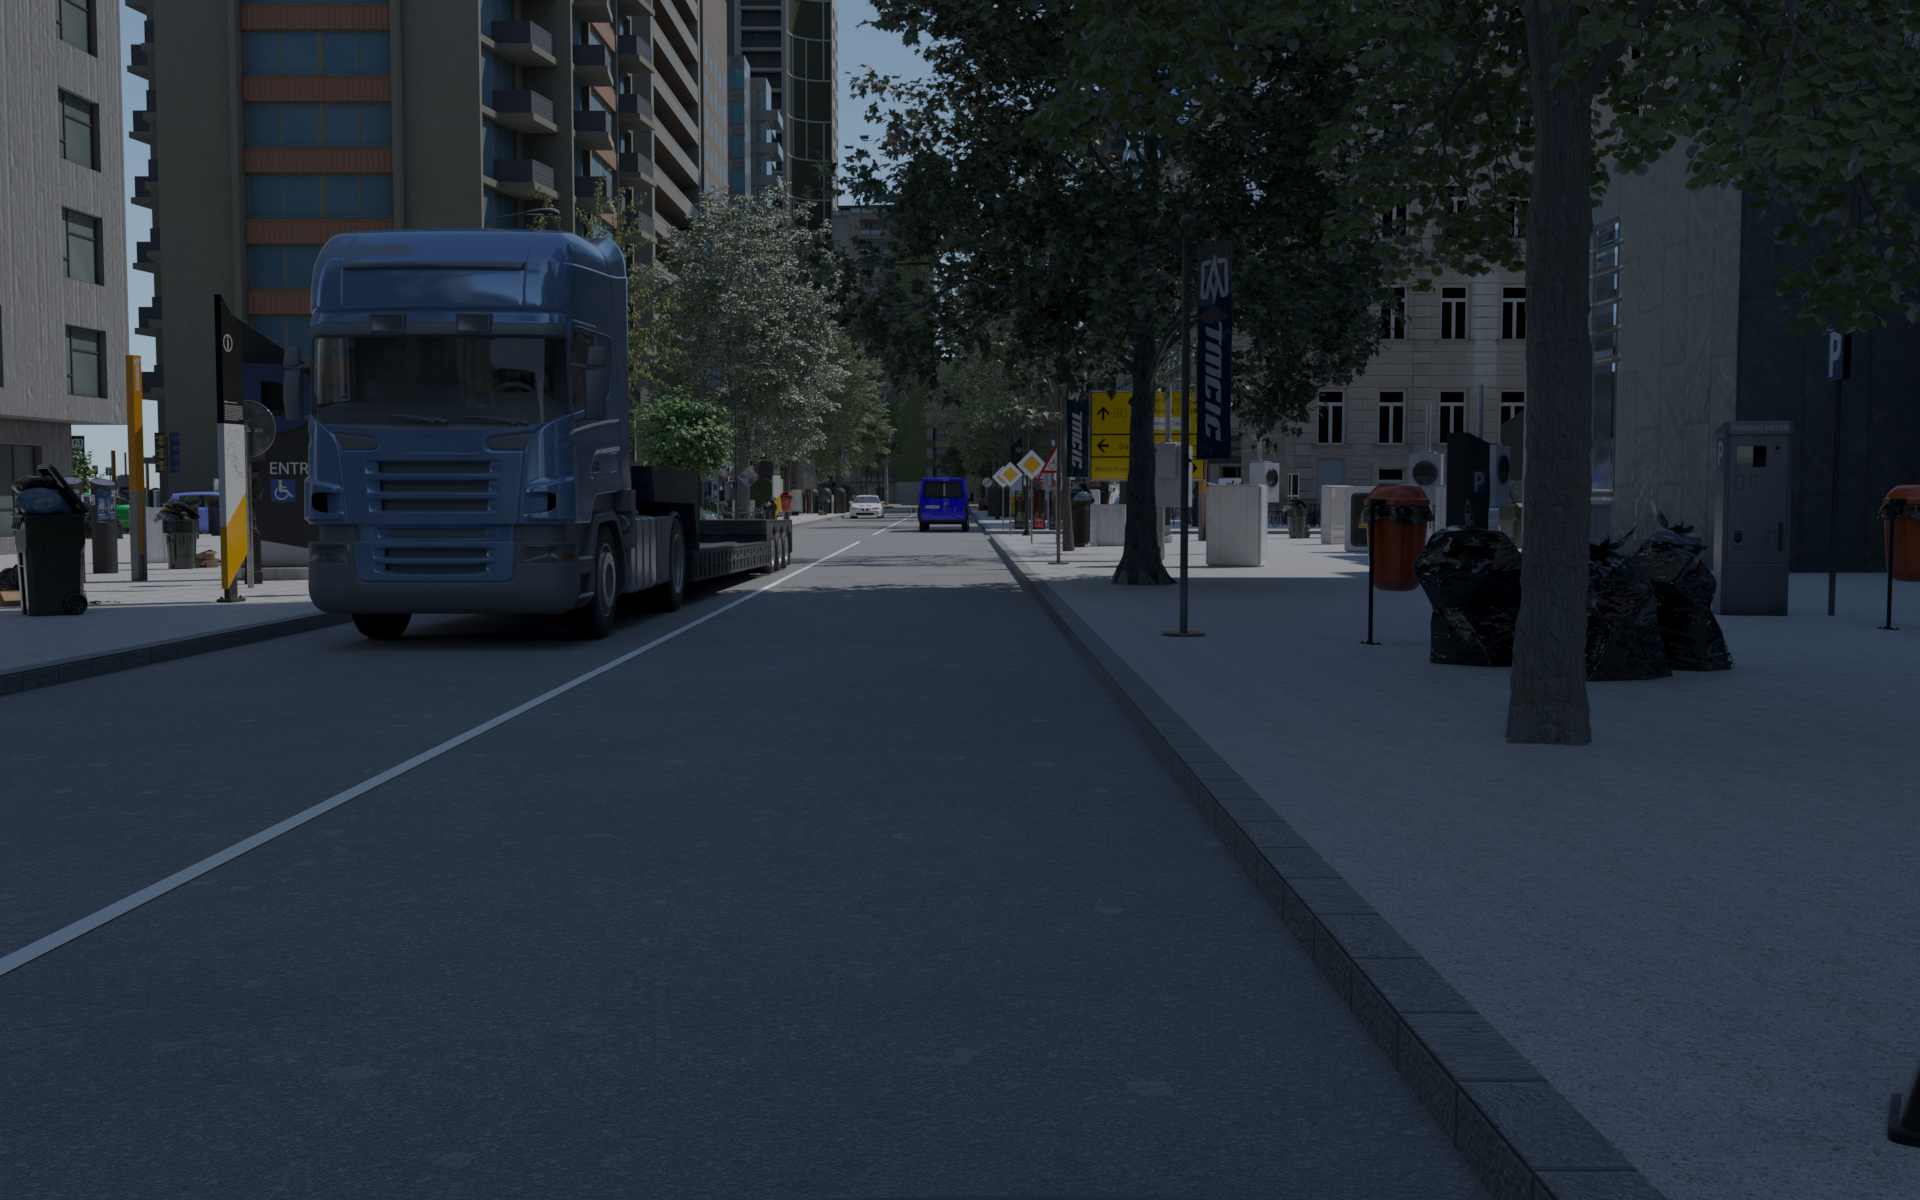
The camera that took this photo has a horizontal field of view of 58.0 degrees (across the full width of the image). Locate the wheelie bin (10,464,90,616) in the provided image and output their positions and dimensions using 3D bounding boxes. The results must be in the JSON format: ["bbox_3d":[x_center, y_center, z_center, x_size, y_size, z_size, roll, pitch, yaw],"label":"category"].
[{"bbox_3d":[-9.668,-0.641,18.385,0.693,1.594,0.980,-3,4,-38],"label":"wheelie bin"}]

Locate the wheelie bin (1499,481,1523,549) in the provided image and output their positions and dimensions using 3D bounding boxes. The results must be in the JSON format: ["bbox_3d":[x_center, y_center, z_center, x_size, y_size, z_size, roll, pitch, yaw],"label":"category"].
[{"bbox_3d":[13.084,-2.013,40.813,0.980,1.594,0.693,-2,4,-23],"label":"wheelie bin"}]

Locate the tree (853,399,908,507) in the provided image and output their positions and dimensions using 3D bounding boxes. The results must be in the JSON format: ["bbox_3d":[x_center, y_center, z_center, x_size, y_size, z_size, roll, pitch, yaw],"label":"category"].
[{"bbox_3d":[-8.441,-15.365,176.966,9.928,11.665,9.643,0,3,0],"label":"tree"}]

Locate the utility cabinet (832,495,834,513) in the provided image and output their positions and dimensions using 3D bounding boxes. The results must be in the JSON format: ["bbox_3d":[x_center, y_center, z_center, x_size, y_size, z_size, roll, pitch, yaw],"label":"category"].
[{"bbox_3d":[-8.517,-6.478,117.072,0.306,1.237,1.020,2,4,29],"label":"utility cabinet"}]

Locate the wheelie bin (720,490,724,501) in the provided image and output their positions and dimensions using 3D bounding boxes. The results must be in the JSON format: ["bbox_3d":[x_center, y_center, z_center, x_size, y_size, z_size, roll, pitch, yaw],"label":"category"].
[{"bbox_3d":[-18.129,-7.635,132.741,0.980,1.594,0.693,1,4,17],"label":"wheelie bin"}]

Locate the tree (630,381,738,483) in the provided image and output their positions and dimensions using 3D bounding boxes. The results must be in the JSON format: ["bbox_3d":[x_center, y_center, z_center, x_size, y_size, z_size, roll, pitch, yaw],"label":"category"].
[{"bbox_3d":[-8.173,-4.095,50.661,4.285,4.588,4.351,0,3,0],"label":"tree"}]

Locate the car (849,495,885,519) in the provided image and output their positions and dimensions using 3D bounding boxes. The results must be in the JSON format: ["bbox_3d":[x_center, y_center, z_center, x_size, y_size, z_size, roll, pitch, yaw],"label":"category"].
[{"bbox_3d":[-5.462,-5.482,101.989,2.083,1.381,4.827,0,4,0],"label":"car"}]

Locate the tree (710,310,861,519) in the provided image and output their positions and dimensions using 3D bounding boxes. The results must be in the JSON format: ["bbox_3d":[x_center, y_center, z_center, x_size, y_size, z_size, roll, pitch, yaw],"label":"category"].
[{"bbox_3d":[-8.533,-9.177,84.464,8.767,10.594,7.601,0,4,1],"label":"tree"}]

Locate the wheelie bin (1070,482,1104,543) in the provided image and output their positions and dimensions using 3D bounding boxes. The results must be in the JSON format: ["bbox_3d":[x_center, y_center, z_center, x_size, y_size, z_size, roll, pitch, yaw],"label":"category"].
[{"bbox_3d":[3.125,-2.313,45.725,0.693,1.594,0.980,-3,5,-44],"label":"wheelie bin"}]

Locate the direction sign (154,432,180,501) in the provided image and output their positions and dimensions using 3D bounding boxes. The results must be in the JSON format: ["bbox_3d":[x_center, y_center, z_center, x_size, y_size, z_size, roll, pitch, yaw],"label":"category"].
[{"bbox_3d":[-29.131,-4.386,63.713,0.876,3.537,0.379,0,4,-7],"label":"direction sign"}]

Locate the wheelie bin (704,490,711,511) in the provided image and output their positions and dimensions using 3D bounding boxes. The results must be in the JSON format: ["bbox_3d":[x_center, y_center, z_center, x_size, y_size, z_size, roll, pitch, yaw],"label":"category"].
[{"bbox_3d":[-17.895,-7.068,123.476,0.693,1.594,0.980,-1,4,-13],"label":"wheelie bin"}]

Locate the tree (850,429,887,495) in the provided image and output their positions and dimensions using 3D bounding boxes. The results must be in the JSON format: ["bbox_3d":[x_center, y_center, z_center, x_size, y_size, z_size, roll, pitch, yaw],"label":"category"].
[{"bbox_3d":[-8.487,-13.380,169.119,4.360,8.622,3.978,0,3,0],"label":"tree"}]

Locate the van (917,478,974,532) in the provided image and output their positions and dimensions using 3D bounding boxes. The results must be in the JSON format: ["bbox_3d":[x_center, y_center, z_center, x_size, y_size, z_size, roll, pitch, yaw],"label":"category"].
[{"bbox_3d":[-0.583,-3.855,67.409,2.240,2.365,5.245,0,4,1],"label":"van"}]

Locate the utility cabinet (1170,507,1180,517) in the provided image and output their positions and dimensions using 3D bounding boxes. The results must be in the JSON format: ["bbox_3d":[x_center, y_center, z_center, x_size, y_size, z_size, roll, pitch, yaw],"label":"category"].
[{"bbox_3d":[11.851,-5.252,97.026,1.020,1.237,0.306,0,4,1],"label":"utility cabinet"}]

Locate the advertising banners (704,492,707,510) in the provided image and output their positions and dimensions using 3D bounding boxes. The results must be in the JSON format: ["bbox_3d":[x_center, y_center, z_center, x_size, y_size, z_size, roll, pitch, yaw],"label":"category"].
[{"bbox_3d":[-19.503,-8.424,133.919,2.074,3.025,0.090,-1,4,-15],"label":"advertising banners"}]

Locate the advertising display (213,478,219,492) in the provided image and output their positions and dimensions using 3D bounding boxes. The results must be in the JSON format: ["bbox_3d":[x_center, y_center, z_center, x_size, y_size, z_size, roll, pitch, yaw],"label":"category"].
[{"bbox_3d":[-30.047,-3.973,70.178,0.123,1.923,0.974,-3,4,-37],"label":"advertising display"}]

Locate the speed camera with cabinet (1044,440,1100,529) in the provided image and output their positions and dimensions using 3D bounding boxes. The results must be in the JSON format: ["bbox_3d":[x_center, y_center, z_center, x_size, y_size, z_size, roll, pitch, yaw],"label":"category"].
[{"bbox_3d":[4.119,-4.246,63.750,2.038,3.252,0.660,1,4,9],"label":"speed camera with cabinet"}]

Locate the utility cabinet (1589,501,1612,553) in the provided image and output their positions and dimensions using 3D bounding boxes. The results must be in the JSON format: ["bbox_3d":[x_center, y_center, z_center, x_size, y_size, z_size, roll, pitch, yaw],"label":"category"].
[{"bbox_3d":[5.794,-0.312,16.271,0.306,1.237,1.020,3,5,40],"label":"utility cabinet"}]

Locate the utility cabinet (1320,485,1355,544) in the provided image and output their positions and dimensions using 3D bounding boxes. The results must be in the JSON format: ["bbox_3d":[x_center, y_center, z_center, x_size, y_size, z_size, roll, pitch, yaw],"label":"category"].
[{"bbox_3d":[9.704,-2.180,44.329,0.318,1.500,1.173,3,5,44],"label":"utility cabinet"}]

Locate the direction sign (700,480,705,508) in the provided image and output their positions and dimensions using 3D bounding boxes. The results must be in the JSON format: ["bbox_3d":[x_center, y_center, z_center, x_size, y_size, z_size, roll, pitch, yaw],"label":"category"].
[{"bbox_3d":[-16.219,-7.161,109.075,0.379,3.537,0.876,1,4,17],"label":"direction sign"}]

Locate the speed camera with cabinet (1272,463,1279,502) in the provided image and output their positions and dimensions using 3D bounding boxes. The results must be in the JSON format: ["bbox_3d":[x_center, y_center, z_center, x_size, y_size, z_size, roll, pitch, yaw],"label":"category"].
[{"bbox_3d":[8.047,-3.294,48.186,2.038,3.252,0.660,-3,5,-42],"label":"speed camera with cabinet"}]

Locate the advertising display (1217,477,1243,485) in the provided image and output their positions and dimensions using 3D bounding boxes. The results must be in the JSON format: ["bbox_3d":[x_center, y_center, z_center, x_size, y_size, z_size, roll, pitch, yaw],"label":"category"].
[{"bbox_3d":[10.219,-3.691,65.566,0.974,1.923,0.123,1,4,19],"label":"advertising display"}]

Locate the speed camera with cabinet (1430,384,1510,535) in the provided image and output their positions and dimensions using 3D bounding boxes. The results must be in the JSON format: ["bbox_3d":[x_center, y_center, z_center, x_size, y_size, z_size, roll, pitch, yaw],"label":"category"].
[{"bbox_3d":[9.100,-2.221,30.651,0.660,3.252,2.038,3,4,38],"label":"speed camera with cabinet"}]

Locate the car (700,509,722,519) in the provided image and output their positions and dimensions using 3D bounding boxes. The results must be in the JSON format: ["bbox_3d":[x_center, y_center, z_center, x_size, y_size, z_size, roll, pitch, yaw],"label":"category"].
[{"bbox_3d":[-10.411,-2.840,58.236,4.920,1.459,2.131,0,4,0],"label":"car"}]

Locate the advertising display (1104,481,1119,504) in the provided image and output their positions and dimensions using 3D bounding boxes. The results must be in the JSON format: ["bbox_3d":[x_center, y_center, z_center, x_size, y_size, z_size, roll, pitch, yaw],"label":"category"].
[{"bbox_3d":[4.196,-2.597,47.682,0.123,1.923,0.974,2,4,25],"label":"advertising display"}]

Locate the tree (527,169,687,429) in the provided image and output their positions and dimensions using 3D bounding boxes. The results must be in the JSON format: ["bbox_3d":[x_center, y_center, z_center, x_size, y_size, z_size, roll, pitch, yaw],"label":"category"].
[{"bbox_3d":[-8.555,-5.494,40.186,4.737,8.622,4.395,0,3,0],"label":"tree"}]

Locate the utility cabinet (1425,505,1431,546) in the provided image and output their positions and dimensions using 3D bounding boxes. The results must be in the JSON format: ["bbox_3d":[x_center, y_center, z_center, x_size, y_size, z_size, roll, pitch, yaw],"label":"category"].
[{"bbox_3d":[10.953,-1.810,40.754,1.020,1.237,0.306,3,5,43],"label":"utility cabinet"}]

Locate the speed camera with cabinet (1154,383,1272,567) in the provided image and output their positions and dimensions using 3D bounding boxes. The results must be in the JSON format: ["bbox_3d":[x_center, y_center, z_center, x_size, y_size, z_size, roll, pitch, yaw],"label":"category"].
[{"bbox_3d":[4.420,-2.233,30.847,2.038,3.252,0.660,1,4,22],"label":"speed camera with cabinet"}]

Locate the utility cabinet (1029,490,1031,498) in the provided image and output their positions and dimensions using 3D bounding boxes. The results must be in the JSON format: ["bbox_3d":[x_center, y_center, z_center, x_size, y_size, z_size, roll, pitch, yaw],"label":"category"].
[{"bbox_3d":[4.144,-5.779,103.168,1.173,1.500,0.318,2,4,31],"label":"utility cabinet"}]

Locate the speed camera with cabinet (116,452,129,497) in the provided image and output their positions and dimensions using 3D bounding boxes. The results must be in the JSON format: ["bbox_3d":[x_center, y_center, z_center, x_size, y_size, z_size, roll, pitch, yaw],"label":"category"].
[{"bbox_3d":[-40.188,-5.406,82.724,0.660,3.252,2.038,-3,4,-38],"label":"speed camera with cabinet"}]

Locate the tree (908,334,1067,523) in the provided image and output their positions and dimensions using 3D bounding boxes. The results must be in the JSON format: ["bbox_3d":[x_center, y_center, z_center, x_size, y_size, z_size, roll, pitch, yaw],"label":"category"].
[{"bbox_3d":[2.656,-9.250,76.994,9.928,11.665,9.643,0,3,0],"label":"tree"}]

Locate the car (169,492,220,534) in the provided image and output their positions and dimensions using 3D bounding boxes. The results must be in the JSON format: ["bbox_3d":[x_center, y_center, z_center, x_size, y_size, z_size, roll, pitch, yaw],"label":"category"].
[{"bbox_3d":[-23.963,-2.853,56.235,3.694,1.707,1.945,0,4,0],"label":"car"}]

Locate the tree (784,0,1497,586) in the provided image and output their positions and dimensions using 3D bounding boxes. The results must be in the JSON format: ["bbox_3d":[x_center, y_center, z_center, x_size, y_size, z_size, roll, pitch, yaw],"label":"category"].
[{"bbox_3d":[2.598,-6.562,24.299,9.611,12.733,9.660,0,3,0],"label":"tree"}]

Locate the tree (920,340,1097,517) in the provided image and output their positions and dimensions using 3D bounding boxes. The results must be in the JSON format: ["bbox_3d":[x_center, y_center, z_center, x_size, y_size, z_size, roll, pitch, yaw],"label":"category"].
[{"bbox_3d":[2.997,-11.311,95.301,12.009,13.543,11.850,0,3,0],"label":"tree"}]

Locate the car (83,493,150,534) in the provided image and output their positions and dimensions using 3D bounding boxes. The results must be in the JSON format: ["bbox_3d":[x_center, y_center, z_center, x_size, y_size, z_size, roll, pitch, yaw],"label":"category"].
[{"bbox_3d":[-29.257,-2.964,57.263,4.718,1.807,1.959,0,4,0],"label":"car"}]

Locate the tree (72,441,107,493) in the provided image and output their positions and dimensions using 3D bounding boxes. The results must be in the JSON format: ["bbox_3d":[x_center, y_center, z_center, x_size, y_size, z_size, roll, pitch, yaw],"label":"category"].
[{"bbox_3d":[-32.130,-4.213,63.490,1.663,3.219,1.824,0,3,0],"label":"tree"}]

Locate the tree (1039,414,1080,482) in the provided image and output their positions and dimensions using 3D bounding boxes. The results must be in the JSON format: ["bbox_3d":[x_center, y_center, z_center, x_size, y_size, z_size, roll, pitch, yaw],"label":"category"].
[{"bbox_3d":[8.065,-11.066,131.295,4.737,8.622,4.395,0,3,0],"label":"tree"}]

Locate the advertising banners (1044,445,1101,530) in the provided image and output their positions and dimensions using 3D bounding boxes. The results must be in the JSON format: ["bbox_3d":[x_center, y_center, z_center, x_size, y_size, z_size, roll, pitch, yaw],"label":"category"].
[{"bbox_3d":[4.110,-4.004,61.655,2.074,3.025,0.090,0,4,-7],"label":"advertising banners"}]

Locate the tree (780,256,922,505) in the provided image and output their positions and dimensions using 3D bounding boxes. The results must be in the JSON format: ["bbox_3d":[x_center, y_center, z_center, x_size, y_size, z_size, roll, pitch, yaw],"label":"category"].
[{"bbox_3d":[-7.944,-17.116,135.737,12.611,20.169,13.585,0,3,0],"label":"tree"}]

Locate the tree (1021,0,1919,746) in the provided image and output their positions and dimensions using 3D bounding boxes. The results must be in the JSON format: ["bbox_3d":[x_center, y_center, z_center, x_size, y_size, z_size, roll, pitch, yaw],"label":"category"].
[{"bbox_3d":[2.867,-5.562,9.060,7.486,12.596,7.792,0,3,0],"label":"tree"}]

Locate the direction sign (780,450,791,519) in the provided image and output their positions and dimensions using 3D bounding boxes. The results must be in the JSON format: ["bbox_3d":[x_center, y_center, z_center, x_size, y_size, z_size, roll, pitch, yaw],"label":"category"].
[{"bbox_3d":[-8.974,-5.943,89.164,0.876,3.537,0.379,3,5,44],"label":"direction sign"}]

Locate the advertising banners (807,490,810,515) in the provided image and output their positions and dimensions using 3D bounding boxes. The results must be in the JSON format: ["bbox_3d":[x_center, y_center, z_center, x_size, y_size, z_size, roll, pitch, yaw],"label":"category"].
[{"bbox_3d":[-9.528,-6.908,109.129,0.090,3.025,2.074,0,3,0],"label":"advertising banners"}]

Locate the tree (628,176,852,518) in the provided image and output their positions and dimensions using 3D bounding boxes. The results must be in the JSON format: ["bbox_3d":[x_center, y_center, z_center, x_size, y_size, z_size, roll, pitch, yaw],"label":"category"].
[{"bbox_3d":[-8.845,-9.954,69.399,9.857,13.997,8.962,0,3,0],"label":"tree"}]

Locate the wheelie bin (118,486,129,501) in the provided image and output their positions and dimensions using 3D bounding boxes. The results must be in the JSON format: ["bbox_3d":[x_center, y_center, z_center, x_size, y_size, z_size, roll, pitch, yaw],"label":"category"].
[{"bbox_3d":[-32.818,-3.706,68.500,0.980,1.594,0.693,-1,4,-20],"label":"wheelie bin"}]

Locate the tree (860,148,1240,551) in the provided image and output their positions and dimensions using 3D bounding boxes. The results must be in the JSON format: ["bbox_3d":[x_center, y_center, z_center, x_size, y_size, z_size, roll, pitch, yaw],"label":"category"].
[{"bbox_3d":[2.463,-6.393,38.938,8.767,10.594,7.601,0,4,1],"label":"tree"}]

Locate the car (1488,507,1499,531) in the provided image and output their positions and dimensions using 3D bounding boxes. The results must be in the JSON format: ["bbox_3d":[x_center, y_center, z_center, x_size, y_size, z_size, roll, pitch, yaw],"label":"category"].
[{"bbox_3d":[16.921,-2.819,58.090,4.499,1.417,2.014,0,4,1],"label":"car"}]

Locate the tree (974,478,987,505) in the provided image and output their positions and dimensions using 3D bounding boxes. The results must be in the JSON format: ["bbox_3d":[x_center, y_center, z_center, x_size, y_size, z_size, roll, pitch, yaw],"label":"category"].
[{"bbox_3d":[2.453,-12.857,204.809,1.663,3.219,1.824,0,3,0],"label":"tree"}]

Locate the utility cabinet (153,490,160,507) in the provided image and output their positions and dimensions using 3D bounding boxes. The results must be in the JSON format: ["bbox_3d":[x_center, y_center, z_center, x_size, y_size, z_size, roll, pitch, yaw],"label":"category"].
[{"bbox_3d":[-45.374,-5.513,98.810,0.318,1.500,1.173,2,4,31],"label":"utility cabinet"}]

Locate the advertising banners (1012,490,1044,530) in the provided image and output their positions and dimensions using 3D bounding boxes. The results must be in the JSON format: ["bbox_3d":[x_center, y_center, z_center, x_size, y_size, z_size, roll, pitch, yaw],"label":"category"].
[{"bbox_3d":[2.828,-4.052,62.437,2.074,3.025,0.090,2,4,27],"label":"advertising banners"}]

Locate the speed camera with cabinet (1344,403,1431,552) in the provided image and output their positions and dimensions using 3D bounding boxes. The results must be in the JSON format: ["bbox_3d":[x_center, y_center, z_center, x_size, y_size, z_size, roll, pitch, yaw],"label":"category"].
[{"bbox_3d":[9.524,-2.670,37.996,2.038,3.252,0.660,1,4,22],"label":"speed camera with cabinet"}]

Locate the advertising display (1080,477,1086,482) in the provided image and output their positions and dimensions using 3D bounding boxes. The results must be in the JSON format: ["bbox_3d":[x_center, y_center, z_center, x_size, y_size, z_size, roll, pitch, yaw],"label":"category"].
[{"bbox_3d":[4.773,-3.807,67.461,0.123,1.923,0.974,0,4,-2],"label":"advertising display"}]
